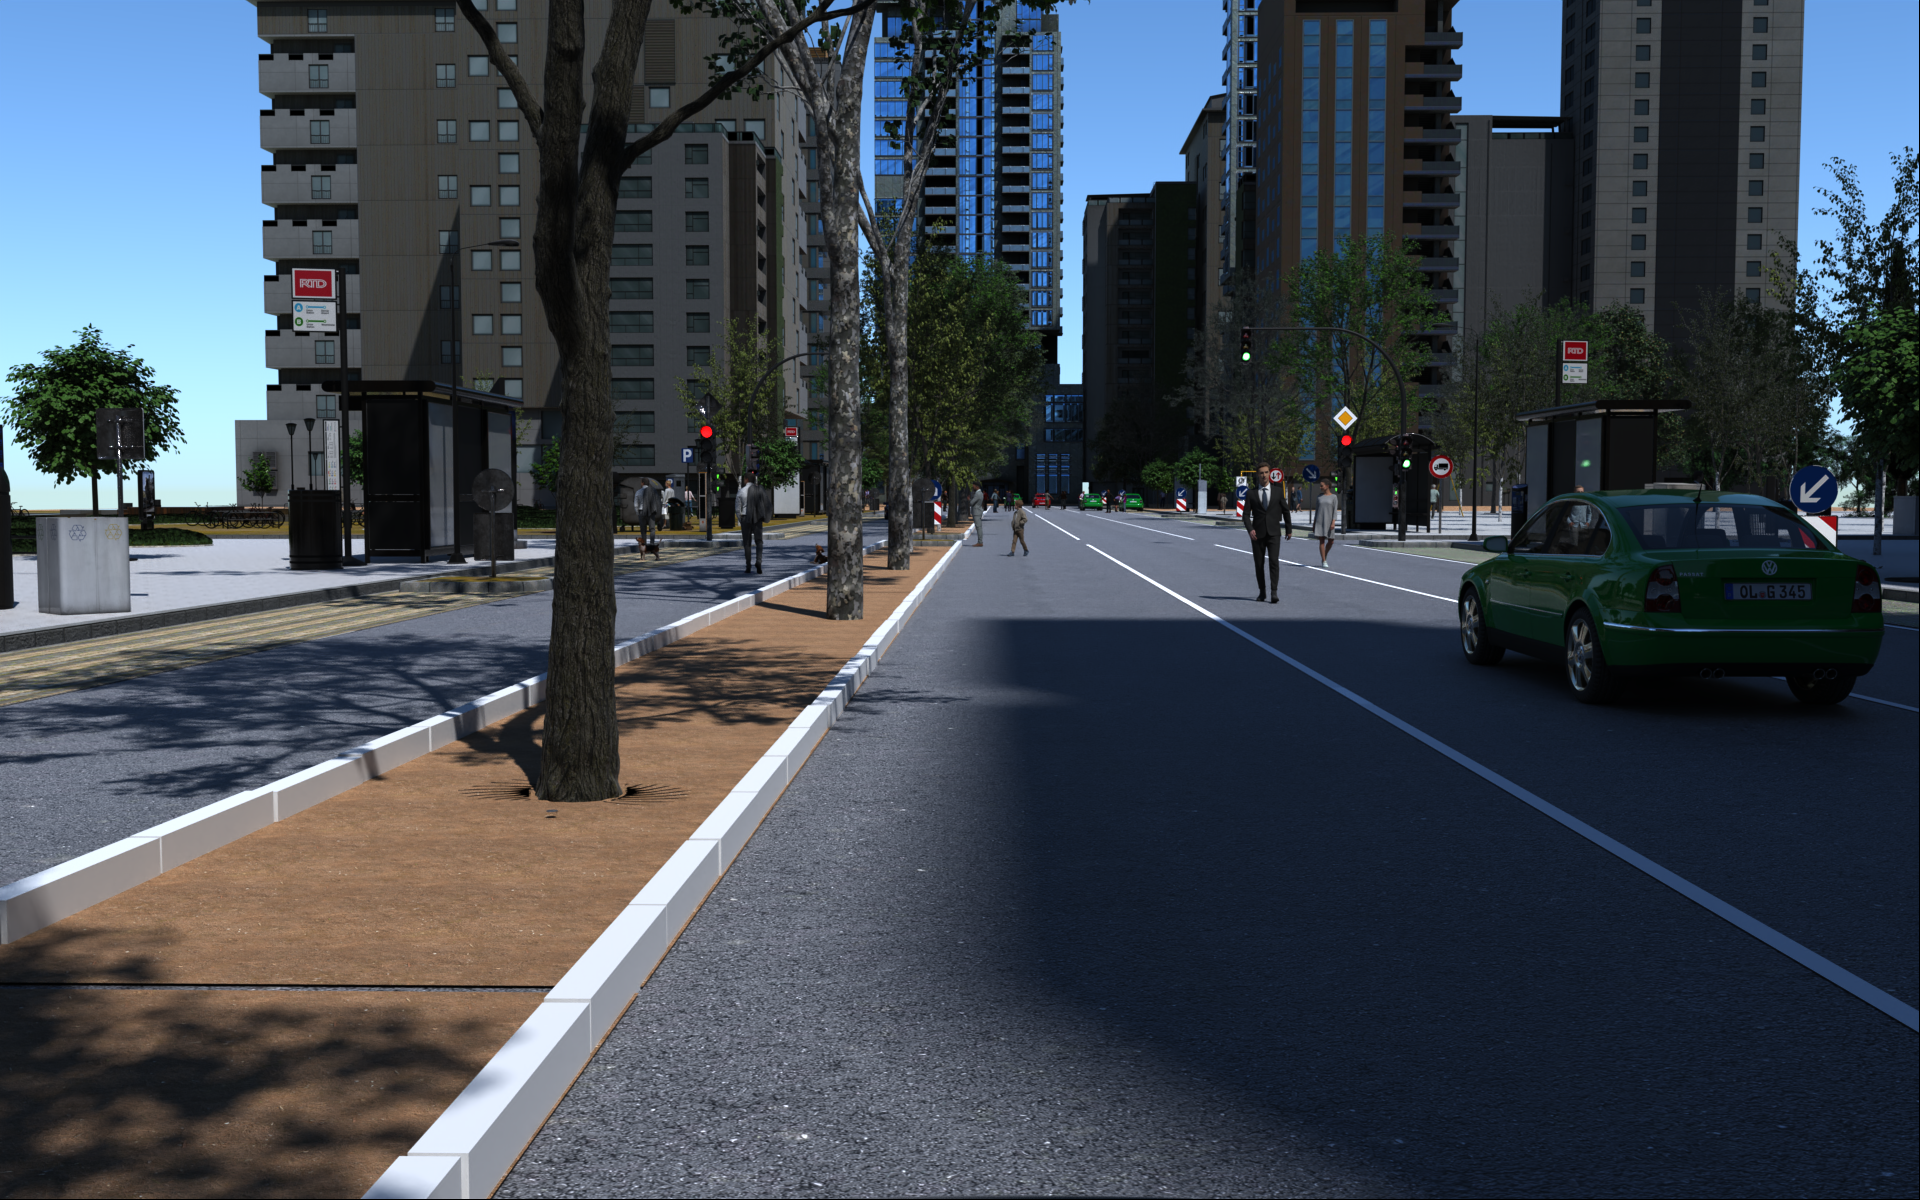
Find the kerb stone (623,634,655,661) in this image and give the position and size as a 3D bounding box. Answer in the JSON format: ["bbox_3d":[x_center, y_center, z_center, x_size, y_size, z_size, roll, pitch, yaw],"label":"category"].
[{"bbox_3d":[-2.858,0.432,15.180,0.120,0.150,1.000,0,4,1],"label":"kerb stone"}]

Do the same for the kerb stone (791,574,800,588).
[{"bbox_3d":[-2.595,-0.260,26.447,0.120,0.150,1.000,0,4,1],"label":"kerb stone"}]

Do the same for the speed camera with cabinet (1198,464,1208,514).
[{"bbox_3d":[15.609,-7.160,111.409,0.660,3.252,2.038,1,4,9],"label":"speed camera with cabinet"}]

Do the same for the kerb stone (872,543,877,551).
[{"bbox_3d":[-2.211,-1.264,42.860,0.120,0.150,1.000,0,4,1],"label":"kerb stone"}]

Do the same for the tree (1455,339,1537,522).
[{"bbox_3d":[25.027,-7.957,80.459,4.737,8.622,4.395,0,3,0],"label":"tree"}]

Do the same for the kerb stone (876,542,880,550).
[{"bbox_3d":[-2.197,-1.327,43.888,0.120,0.150,1.000,0,4,1],"label":"kerb stone"}]

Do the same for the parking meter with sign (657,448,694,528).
[{"bbox_3d":[-10.739,-4.218,65.228,0.543,3.016,1.738,2,4,28],"label":"parking meter with sign"}]

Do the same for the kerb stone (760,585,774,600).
[{"bbox_3d":[-2.665,-0.071,23.381,0.120,0.150,1.000,0,4,1],"label":"kerb stone"}]

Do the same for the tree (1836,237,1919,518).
[{"bbox_3d":[53.355,-11.379,87.870,13.155,14.587,18.604,-3,5,-43],"label":"tree"}]

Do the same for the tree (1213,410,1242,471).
[{"bbox_3d":[20.422,-10.622,124.037,4.737,8.622,4.395,0,3,0],"label":"tree"}]

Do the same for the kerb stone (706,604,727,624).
[{"bbox_3d":[-2.757,0.179,19.272,0.120,0.150,1.000,0,4,1],"label":"kerb stone"}]

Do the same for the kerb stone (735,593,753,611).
[{"bbox_3d":[-2.710,0.054,21.330,0.120,0.150,1.000,0,4,1],"label":"kerb stone"}]

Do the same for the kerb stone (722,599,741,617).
[{"bbox_3d":[-2.736,0.118,20.306,0.120,0.150,1.000,0,4,1],"label":"kerb stone"}]

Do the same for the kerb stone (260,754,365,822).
[{"bbox_3d":[-3.008,0.875,8.014,0.120,0.150,1.000,0,4,1],"label":"kerb stone"}]

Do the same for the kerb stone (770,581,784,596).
[{"bbox_3d":[-2.638,-0.135,24.403,0.120,0.150,1.000,0,4,1],"label":"kerb stone"}]

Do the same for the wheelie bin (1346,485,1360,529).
[{"bbox_3d":[14.520,-3.397,63.454,0.693,1.594,0.980,-2,4,-33],"label":"wheelie bin"}]

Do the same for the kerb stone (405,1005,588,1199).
[{"bbox_3d":[-1.007,1.123,3.882,0.120,0.150,1.000,0,4,1],"label":"kerb stone"}]

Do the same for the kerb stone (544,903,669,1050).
[{"bbox_3d":[-0.987,1.057,4.906,0.120,0.150,1.000,0,4,1],"label":"kerb stone"}]

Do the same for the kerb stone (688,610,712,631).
[{"bbox_3d":[-2.788,0.242,18.248,0.120,0.150,1.000,0,4,1],"label":"kerb stone"}]

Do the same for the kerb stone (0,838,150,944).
[{"bbox_3d":[-3.058,0.992,5.970,0.120,0.150,1.000,0,4,1],"label":"kerb stone"}]

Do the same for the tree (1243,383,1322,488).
[{"bbox_3d":[20.677,-9.927,112.666,4.360,8.622,3.978,0,3,0],"label":"tree"}]

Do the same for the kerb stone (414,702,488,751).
[{"bbox_3d":[-2.967,0.742,10.060,0.120,0.150,1.000,0,4,1],"label":"kerb stone"}]

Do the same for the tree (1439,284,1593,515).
[{"bbox_3d":[19.162,-6.708,60.037,4.360,8.622,3.978,0,3,0],"label":"tree"}]

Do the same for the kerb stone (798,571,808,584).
[{"bbox_3d":[-2.566,-0.316,27.469,0.120,0.150,1.000,0,4,1],"label":"kerb stone"}]

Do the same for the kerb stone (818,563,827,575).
[{"bbox_3d":[-2.501,-0.510,30.555,0.120,0.150,1.000,0,4,1],"label":"kerb stone"}]

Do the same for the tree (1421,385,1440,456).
[{"bbox_3d":[30.100,-9.441,104.730,4.360,8.622,3.978,0,3,0],"label":"tree"}]

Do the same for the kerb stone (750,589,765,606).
[{"bbox_3d":[-2.683,-0.009,22.355,0.120,0.150,1.000,0,4,1],"label":"kerb stone"}]

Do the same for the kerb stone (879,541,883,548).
[{"bbox_3d":[-2.166,-1.384,44.916,0.120,0.150,1.000,0,4,1],"label":"kerb stone"}]

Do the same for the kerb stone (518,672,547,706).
[{"bbox_3d":[-2.926,0.617,12.109,0.120,0.150,1.000,0,4,1],"label":"kerb stone"}]

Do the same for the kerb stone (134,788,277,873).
[{"bbox_3d":[-3.040,0.930,6.992,0.120,0.150,1.000,0,4,1],"label":"kerb stone"}]

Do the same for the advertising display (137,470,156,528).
[{"bbox_3d":[-21.853,-2.528,46.545,0.123,1.923,0.974,0,4,-7],"label":"advertising display"}]

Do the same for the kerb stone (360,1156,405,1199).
[{"bbox_3d":[-1.038,1.183,2.860,0.120,0.150,1.000,0,4,1],"label":"kerb stone"}]

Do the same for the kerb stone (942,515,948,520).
[{"bbox_3d":[-0.866,-4.871,101.832,0.120,0.150,1.000,0,4,1],"label":"kerb stone"}]

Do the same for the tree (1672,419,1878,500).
[{"bbox_3d":[60.039,-9.575,119.462,20.602,7.101,11.467,2,4,23],"label":"tree"}]

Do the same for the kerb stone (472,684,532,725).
[{"bbox_3d":[-2.953,0.681,11.082,0.120,0.150,1.000,0,4,1],"label":"kerb stone"}]

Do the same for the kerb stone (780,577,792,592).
[{"bbox_3d":[-2.619,-0.197,25.425,0.120,0.150,1.000,0,4,1],"label":"kerb stone"}]

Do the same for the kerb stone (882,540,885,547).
[{"bbox_3d":[-2.154,-1.452,45.938,0.120,0.150,1.000,0,4,1],"label":"kerb stone"}]

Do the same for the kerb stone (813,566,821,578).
[{"bbox_3d":[-2.522,-0.442,29.525,0.120,0.150,1.000,0,4,1],"label":"kerb stone"}]

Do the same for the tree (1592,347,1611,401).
[{"bbox_3d":[23.380,-7.231,68.596,4.360,8.622,3.978,0,3,0],"label":"tree"}]

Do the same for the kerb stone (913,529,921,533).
[{"bbox_3d":[-1.669,-2.734,66.980,0.120,0.150,1.000,0,4,1],"label":"kerb stone"}]

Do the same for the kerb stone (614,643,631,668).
[{"bbox_3d":[-2.881,0.492,14.158,0.120,0.150,1.000,0,4,1],"label":"kerb stone"}]

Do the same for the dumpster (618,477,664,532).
[{"bbox_3d":[-10.883,-3.258,59.034,1.264,1.857,1.865,0,4,1],"label":"dumpster"}]

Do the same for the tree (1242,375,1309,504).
[{"bbox_3d":[19.748,-9.424,104.449,4.737,8.622,4.395,0,3,0],"label":"tree"}]

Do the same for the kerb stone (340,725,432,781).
[{"bbox_3d":[-2.994,0.805,9.039,0.120,0.150,1.000,0,4,1],"label":"kerb stone"}]

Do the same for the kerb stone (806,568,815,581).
[{"bbox_3d":[-2.546,-0.383,28.499,0.120,0.150,1.000,0,4,1],"label":"kerb stone"}]

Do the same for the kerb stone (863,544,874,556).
[{"bbox_3d":[-2.239,-1.201,41.827,0.120,0.150,1.000,0,4,1],"label":"kerb stone"}]

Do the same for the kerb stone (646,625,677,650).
[{"bbox_3d":[-2.824,0.367,16.201,0.120,0.150,1.000,0,4,1],"label":"kerb stone"}]

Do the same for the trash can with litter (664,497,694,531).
[{"bbox_3d":[-9.876,-3.030,60.928,0.624,1.170,1.055,2,4,29],"label":"trash can with litter"}]

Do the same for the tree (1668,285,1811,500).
[{"bbox_3d":[26.655,-6.737,60.504,4.360,8.622,3.978,0,3,0],"label":"tree"}]

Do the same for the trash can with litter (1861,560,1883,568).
[{"bbox_3d":[15.065,-1.137,29.655,2.233,1.210,1.678,-2,4,-24],"label":"trash can with litter"}]

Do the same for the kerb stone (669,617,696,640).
[{"bbox_3d":[-2.801,0.307,17.224,0.120,0.150,1.000,0,4,1],"label":"kerb stone"}]
